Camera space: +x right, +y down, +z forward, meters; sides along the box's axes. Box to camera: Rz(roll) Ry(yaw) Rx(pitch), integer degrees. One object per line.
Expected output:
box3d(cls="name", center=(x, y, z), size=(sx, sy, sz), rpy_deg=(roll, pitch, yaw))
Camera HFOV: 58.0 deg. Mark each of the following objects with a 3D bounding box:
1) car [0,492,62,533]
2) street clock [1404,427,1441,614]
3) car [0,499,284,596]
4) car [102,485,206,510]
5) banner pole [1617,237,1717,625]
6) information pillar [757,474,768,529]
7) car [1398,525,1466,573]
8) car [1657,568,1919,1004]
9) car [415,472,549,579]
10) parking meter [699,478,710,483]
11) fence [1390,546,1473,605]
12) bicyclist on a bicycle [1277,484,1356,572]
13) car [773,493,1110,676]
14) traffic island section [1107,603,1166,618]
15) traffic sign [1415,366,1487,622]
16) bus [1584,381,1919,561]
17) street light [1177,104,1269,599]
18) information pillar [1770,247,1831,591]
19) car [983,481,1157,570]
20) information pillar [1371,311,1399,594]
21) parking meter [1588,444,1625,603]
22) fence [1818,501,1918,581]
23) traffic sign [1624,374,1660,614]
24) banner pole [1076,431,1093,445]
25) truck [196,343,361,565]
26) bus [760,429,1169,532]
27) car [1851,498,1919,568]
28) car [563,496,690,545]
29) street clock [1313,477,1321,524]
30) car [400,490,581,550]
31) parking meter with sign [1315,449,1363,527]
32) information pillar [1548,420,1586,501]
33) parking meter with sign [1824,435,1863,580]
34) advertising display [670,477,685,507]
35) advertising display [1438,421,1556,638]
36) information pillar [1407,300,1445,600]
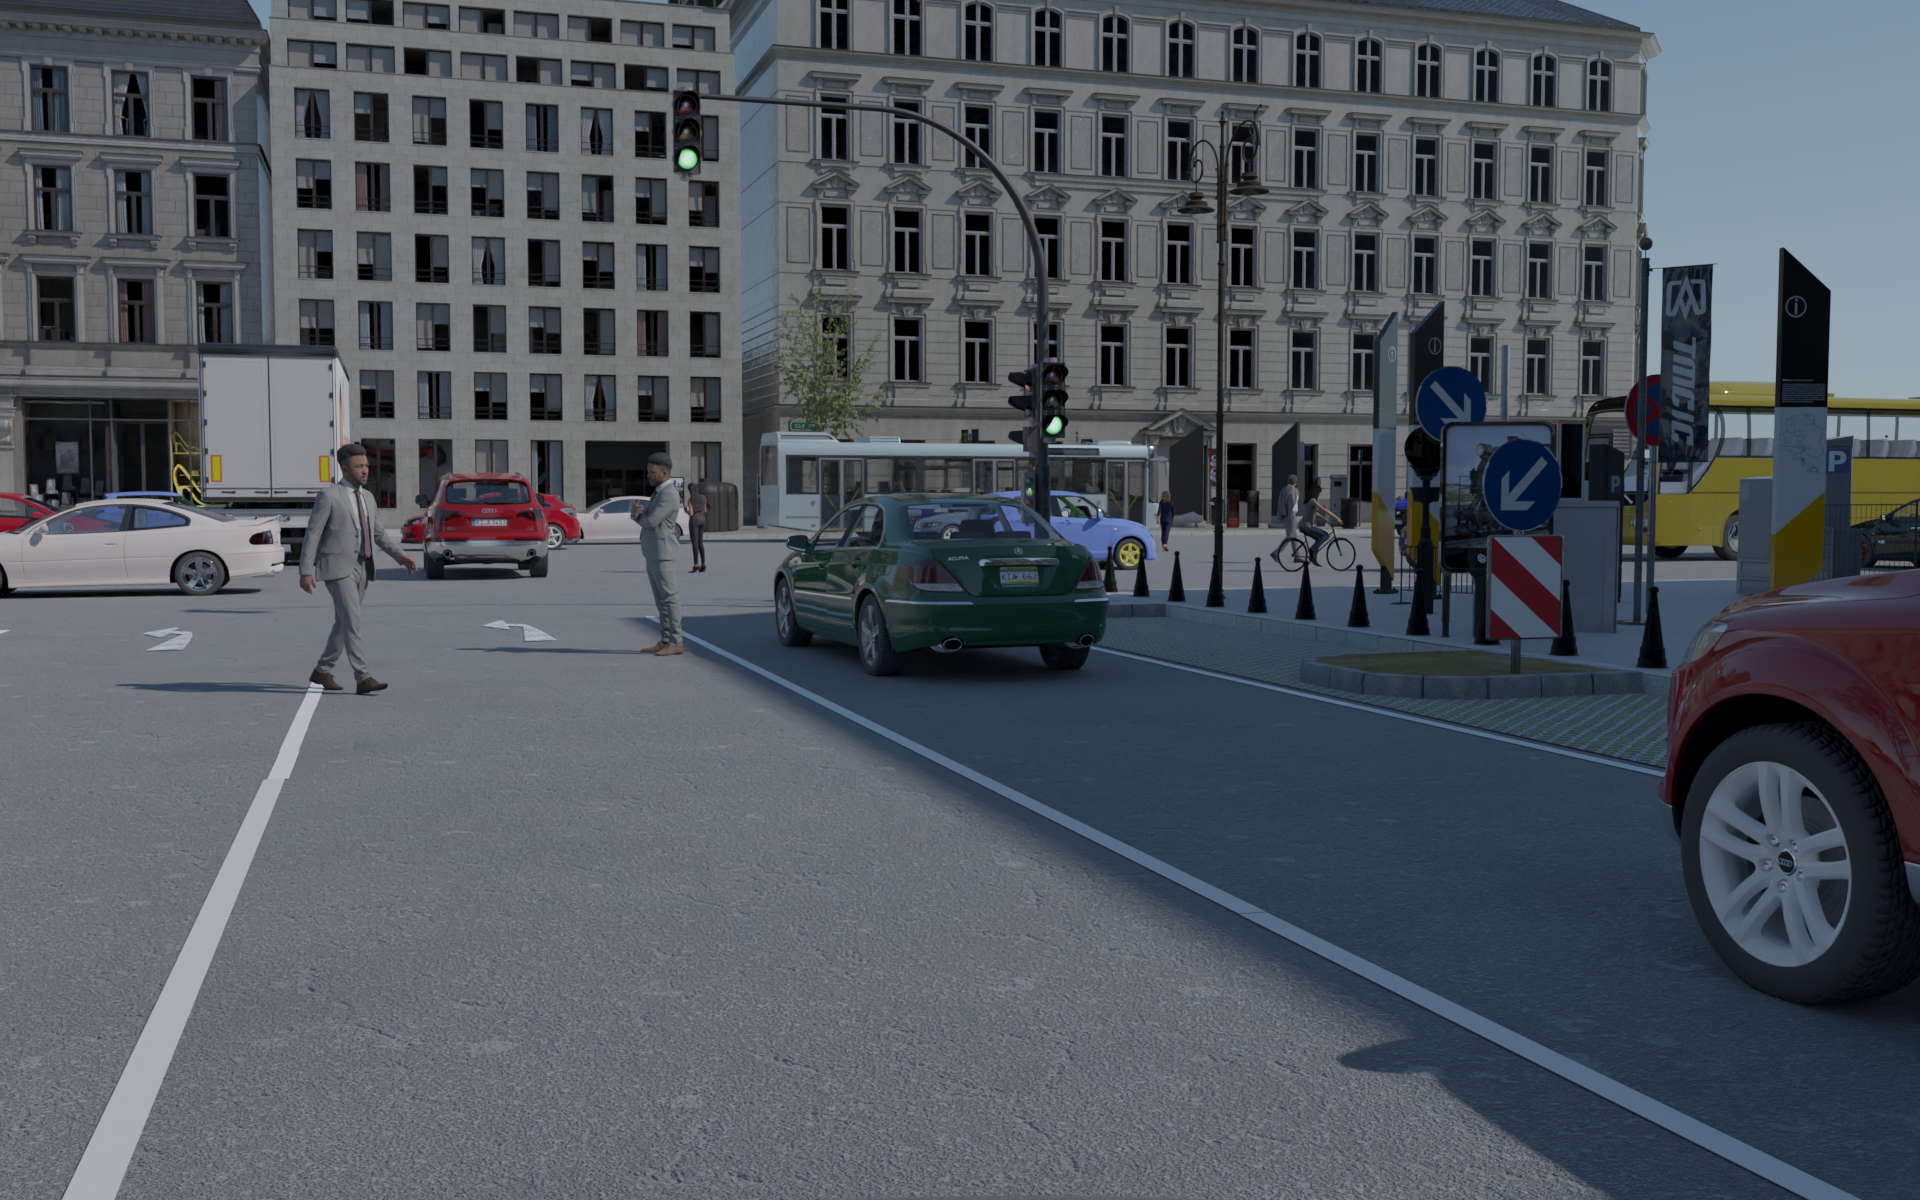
box3d(cls="car", center=(-17.862, -1.446, 32.682), size=(4.494, 1.783, 2.155), rpy_deg=(-1, 4, -20))
box3d(cls="street clock", center=(4.983, -0.854, 18.525), size=(0.471, 2.002, 0.358), rpy_deg=(1, 4, 15))
box3d(cls="car", center=(-12.242, -0.757, 24.742), size=(4.827, 1.381, 2.083), rpy_deg=(-1, 4, -19))
box3d(cls="car", center=(-20.930, -2.210, 45.731), size=(3.694, 1.707, 1.945), rpy_deg=(-1, 4, -18))
box3d(cls="banner pole", center=(6.867, -1.641, 16.847), size=(0.863, 3.779, 0.401), rpy_deg=(3, 4, 38))
box3d(cls="information pillar", center=(-7.364, -3.673, 64.539), size=(0.304, 2.012, 0.304), rpy_deg=(1, 4, 20))
box3d(cls="car", center=(10.271, -1.384, 32.417), size=(4.222, 1.686, 2.009), rpy_deg=(-1, 4, -16))
box3d(cls="car", center=(3.735, 0.310, 3.609), size=(2.281, 1.827, 5.304), rpy_deg=(-1, 4, -17))
box3d(cls="car", center=(-8.541, -1.364, 30.981), size=(2.281, 1.827, 5.304), rpy_deg=(-1, 4, -18))
box3d(cls="parking meter", center=(-9.407, -3.561, 63.933), size=(0.255, 1.863, 0.399), rpy_deg=(2, 4, 28))
box3d(cls="fence", center=(5.776, -0.247, 19.413), size=(0.278, 0.683, 2.069), rpy_deg=(-3, 5, -40))
box3d(cls="bicyclist on a bicycle", center=(6.590, -1.341, 31.940), size=(1.625, 1.676, 1.499), rpy_deg=(-1, 4, -16))
box3d(cls="car", center=(-0.337, -0.211, 15.243), size=(2.131, 1.459, 4.920), rpy_deg=(-1, 4, -20))
box3d(cls="traffic island section", center=(1.012, 0.066, 21.194), size=(2.009, 0.180, 2.903), rpy_deg=(-1, 4, -18))
box3d(cls="traffic sign", center=(4.885, -1.054, 17.345), size=(0.768, 2.556, 0.104), rpy_deg=(-1, 4, -11))
box3d(cls="bus", center=(19.381, -2.911, 39.141), size=(12.252, 3.916, 2.896), rpy_deg=(-1, 4, -19))
box3d(cls="street light", center=(3.163, -2.951, 21.040), size=(0.468, 5.910, 1.993), rpy_deg=(-1, 4, -18))
box3d(cls="information pillar", center=(8.016, -1.541, 16.554), size=(0.504, 3.616, 0.183), rpy_deg=(0, 4, -2))
box3d(cls="car", center=(1.909, -1.431, 32.995), size=(3.694, 1.707, 1.945), rpy_deg=(-1, 4, -18))
box3d(cls="information pillar", center=(5.437, -1.884, 22.159), size=(0.183, 3.616, 0.504), rpy_deg=(3, 5, 41))
box3d(cls="parking meter", center=(7.622, -0.901, 20.447), size=(0.399, 1.863, 0.255), rpy_deg=(-2, 4, -35))
box3d(cls="fence", center=(10.433, -0.556, 20.295), size=(2.264, 1.192, 0.480), rpy_deg=(-1, 4, -21))
box3d(cls="traffic sign", center=(7.396, -1.125, 18.501), size=(0.768, 2.556, 0.104), rpy_deg=(-1, 4, -13))
box3d(cls="banner pole", center=(4.897, -4.838, 69.120), size=(0.863, 3.779, 0.401), rpy_deg=(0, 4, 3))
box3d(cls="truck", center=(-14.641, -2.987, 37.754), size=(2.839, 4.237, 11.283), rpy_deg=(-1, 4, -18))
box3d(cls="bus", center=(0.530, -3.619, 54.028), size=(13.247, 3.499, 2.948), rpy_deg=(-1, 4, -19))
box3d(cls="car", center=(18.650, -1.405, 32.756), size=(2.009, 1.686, 4.222), rpy_deg=(-1, 4, -16))
box3d(cls="car", center=(-9.811, -2.293, 49.848), size=(4.827, 1.381, 2.083), rpy_deg=(-1, 4, -16))
box3d(cls="street clock", center=(15.073, -4.198, 73.208), size=(0.358, 2.002, 0.471), rpy_deg=(2, 4, 27))
box3d(cls="car", center=(-12.057, -2.173, 44.567), size=(4.494, 1.783, 2.155), rpy_deg=(-1, 4, -16))
box3d(cls="parking meter with sign", center=(14.870, -4.388, 68.010), size=(1.738, 3.016, 0.543), rpy_deg=(0, 4, 6))
box3d(cls="information pillar", center=(6.048, -0.789, 17.388), size=(0.304, 2.012, 0.304), rpy_deg=(-1, 4, -11))
box3d(cls="parking meter with sign", center=(11.433, -1.630, 22.905), size=(0.543, 3.016, 1.738), rpy_deg=(0, 4, 5))
box3d(cls="advertising display", center=(-10.732, -3.625, 64.484), size=(0.974, 1.923, 0.123), rpy_deg=(-2, 4, -32))
box3d(cls="advertising display", center=(4.773, -0.625, 15.429), size=(0.974, 1.923, 0.123), rpy_deg=(0, 4, 7))
box3d(cls="information pillar", center=(5.644, -1.811, 20.965), size=(0.504, 3.616, 0.183), rpy_deg=(-2, 4, -28))
